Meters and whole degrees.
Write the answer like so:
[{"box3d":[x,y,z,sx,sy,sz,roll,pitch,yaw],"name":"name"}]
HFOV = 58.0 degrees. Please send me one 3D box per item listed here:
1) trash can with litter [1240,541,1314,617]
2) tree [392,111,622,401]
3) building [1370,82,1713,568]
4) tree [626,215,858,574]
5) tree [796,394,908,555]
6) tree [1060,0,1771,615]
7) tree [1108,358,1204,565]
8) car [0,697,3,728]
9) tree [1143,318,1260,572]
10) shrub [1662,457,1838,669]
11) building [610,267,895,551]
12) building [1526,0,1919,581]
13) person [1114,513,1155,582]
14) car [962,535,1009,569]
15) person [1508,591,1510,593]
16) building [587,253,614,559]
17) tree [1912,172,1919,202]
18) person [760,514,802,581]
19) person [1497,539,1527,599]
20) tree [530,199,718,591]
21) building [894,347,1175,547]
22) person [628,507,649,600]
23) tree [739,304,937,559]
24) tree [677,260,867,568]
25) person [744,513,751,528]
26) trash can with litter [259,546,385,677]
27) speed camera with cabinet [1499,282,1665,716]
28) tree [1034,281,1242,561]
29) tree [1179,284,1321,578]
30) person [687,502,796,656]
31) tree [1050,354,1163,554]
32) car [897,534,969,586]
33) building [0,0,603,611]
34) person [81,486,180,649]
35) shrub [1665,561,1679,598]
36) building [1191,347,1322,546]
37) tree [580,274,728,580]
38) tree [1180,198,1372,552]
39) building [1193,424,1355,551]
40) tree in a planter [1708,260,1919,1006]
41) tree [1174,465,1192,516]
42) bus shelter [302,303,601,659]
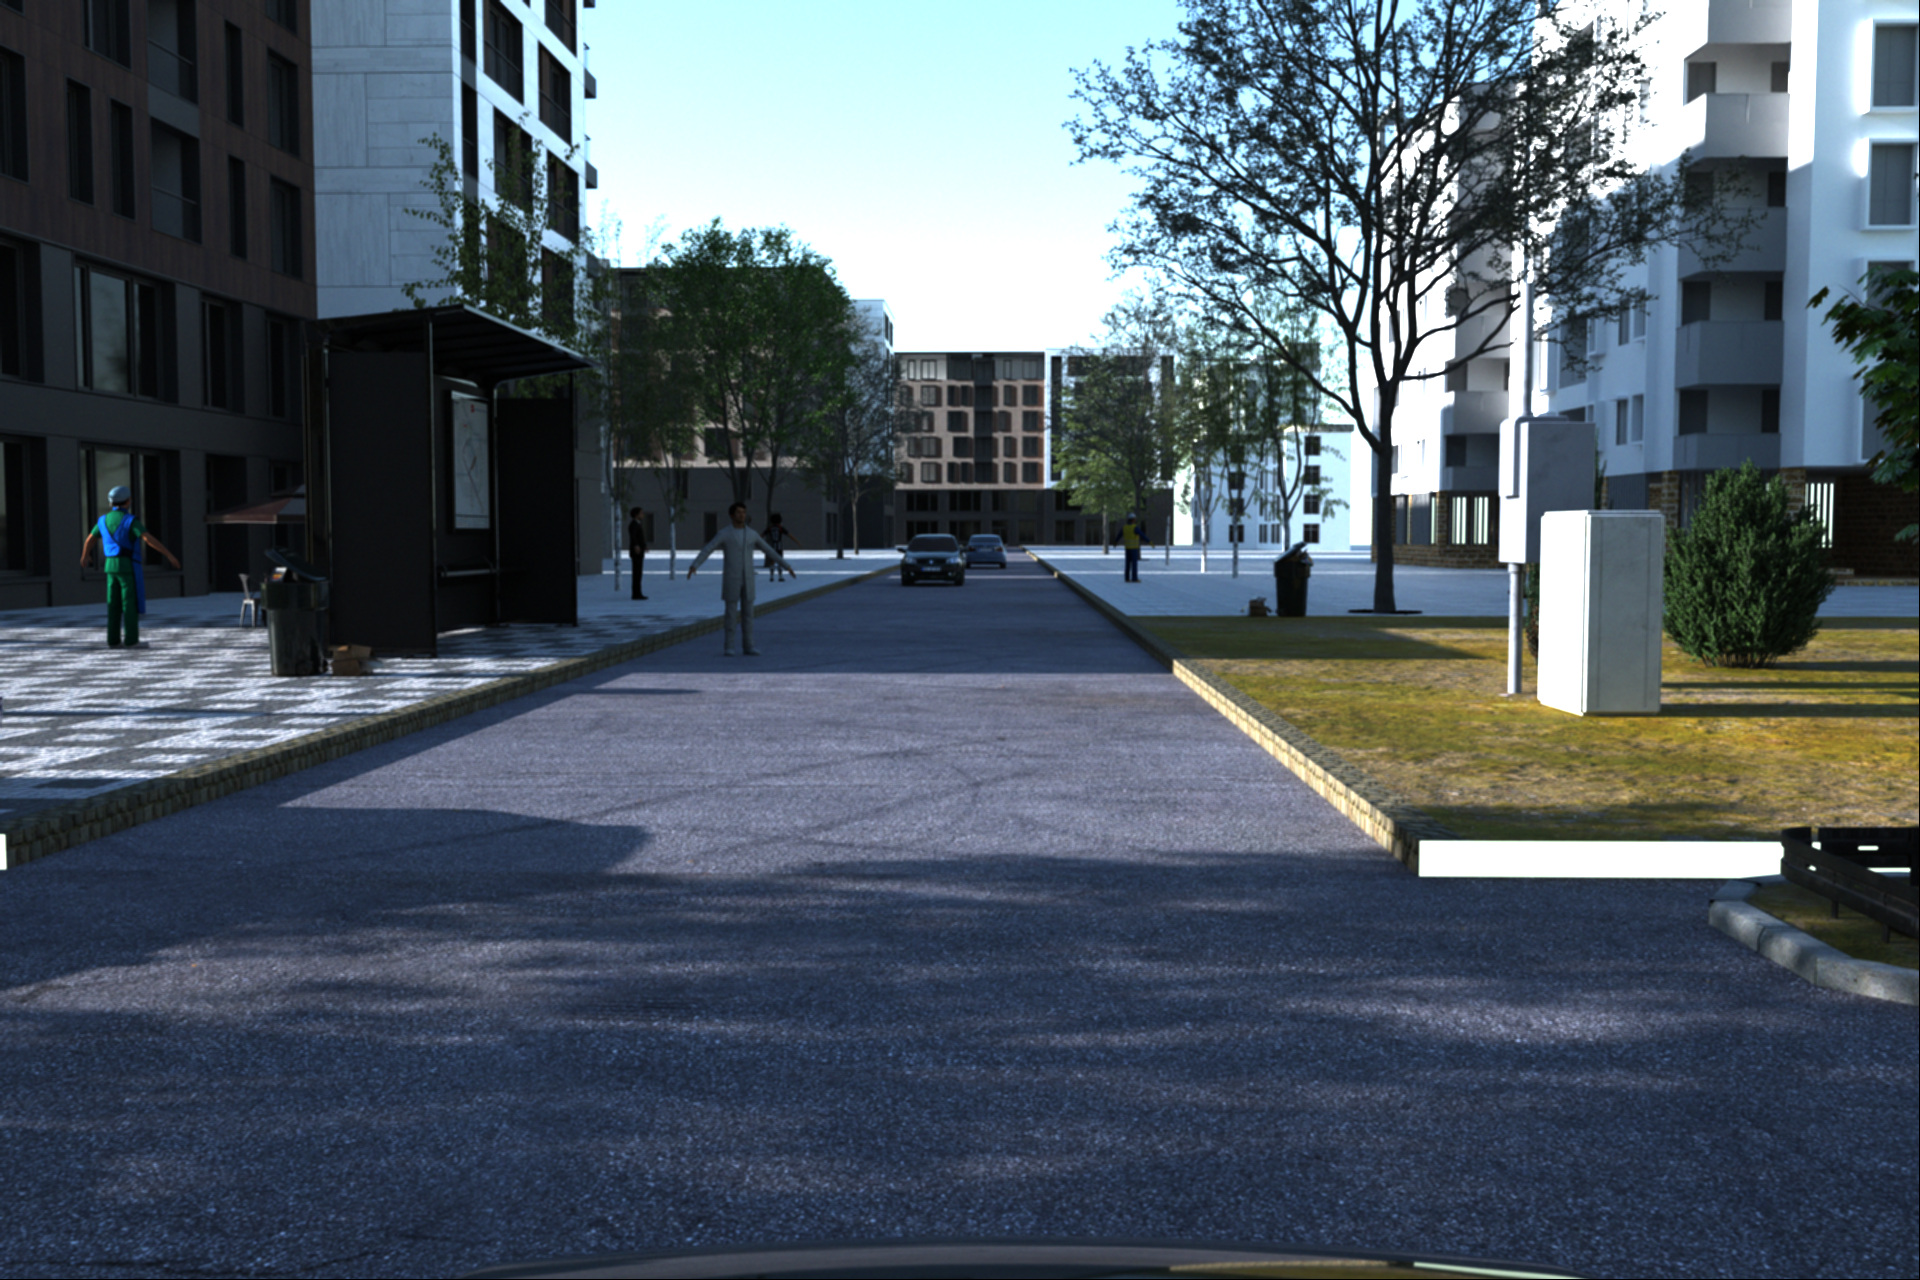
[{"box3d":[4.924,-0.949,26.909,1.055,1.170,0.624,0,4,1],"name":"trash can with litter"},{"box3d":[-8.220,-4.936,31.074,4.737,8.622,4.395,0,3,0],"name":"tree"},{"box3d":[23.580,-13.452,76.367,16.016,20.090,11.380,0,4,1],"name":"building"},{"box3d":[-7.057,-7.947,55.691,9.928,11.665,9.643,0,3,0],"name":"tree"},{"box3d":[-6.739,-10.582,107.421,7.601,10.594,8.767,-2,4,-32],"name":"tree"},{"box3d":[6.757,-7.170,27.592,12.009,13.543,11.850,0,3,0],"name":"tree"},{"box3d":[8.717,-7.411,71.531,4.360,8.622,3.978,0,3,0],"name":"tree"},{"box3d":[-5.795,0.331,7.169,1.945,1.354,3.894,0,4,2],"name":"car"},{"box3d":[8.366,-6.632,58.793,4.360,8.622,3.978,0,3,0],"name":"tree"},{"box3d":[7.521,-0.751,16.704,1.690,2.028,1.600,0,3,0],"name":"shrub"},{"box3d":[-20.598,-18.664,149.128,27.936,21.610,32.646,0,4,2],"name":"building"},{"box3d":[23.662,-12.147,55.023,16.016,20.090,11.380,0,4,1],"name":"building"},{"box3d":[4.586,-2.455,46.104,1.349,1.833,0.705,3,5,44],"name":"person"},{"box3d":[1.060,-3.722,72.863,2.014,1.417,4.499,0,4,1],"name":"car"},{"box3d":[12.007,-1.929,37.301,0.705,1.858,1.354,2,4,34],"name":"person"},{"box3d":[-26.687,-12.733,74.637,16.747,18.905,31.486,0,4,1],"name":"building"},{"box3d":[18.660,-5.521,24.673,8.767,10.594,7.601,1,4,11],"name":"tree"},{"box3d":[-4.977,-2.498,46.987,1.345,1.843,0.704,0,4,6],"name":"person"},{"box3d":[11.191,-1.732,34.597,0.705,1.796,1.348,-2,4,-29],"name":"person"},{"box3d":[-7.985,-5.423,39.025,4.360,8.622,3.978,0,3,0],"name":"tree"},{"box3d":[7.675,-21.801,202.871,32.646,21.610,27.936,0,4,2],"name":"building"},{"box3d":[-6.291,-1.696,33.913,0.705,1.806,1.347,0,4,-3],"name":"person"},{"box3d":[-6.113,-10.942,89.267,12.009,13.543,11.850,0,3,0],"name":"tree"},{"box3d":[-7.098,-8.542,65.424,9.928,11.665,9.643,0,3,0],"name":"tree"},{"box3d":[-5.305,-2.267,43.201,0.705,1.813,1.348,0,4,-4],"name":"person"},{"box3d":[-5.789,-0.267,15.760,1.055,1.170,0.624,0,4,3],"name":"trash can with litter"},{"box3d":[4.653,-1.145,13.053,0.660,3.252,2.038,0,4,0],"name":"speed camera with cabinet"},{"box3d":[8.705,-10.617,83.954,12.009,13.543,11.850,0,3,0],"name":"tree"},{"box3d":[8.071,-6.152,50.952,4.360,8.622,3.978,0,3,0],"name":"tree"},{"box3d":[-2.606,-0.725,20.501,1.347,1.806,0.705,-2,4,-28],"name":"person"},{"box3d":[9.305,-11.697,109.375,7.486,12.596,7.792,0,3,0],"name":"tree"},{"box3d":[-0.740,-2.406,49.131,2.009,1.686,4.222,0,4,1],"name":"car"},{"box3d":[-26.061,-11.967,39.639,27.936,21.610,32.646,0,4,2],"name":"building"},{"box3d":[-9.379,-0.815,19.460,1.347,1.817,0.704,1,4,18],"name":"person"},{"box3d":[11.416,-0.968,26.936,1.383,1.207,1.383,0,3,0],"name":"shrub"},{"box3d":[29.634,-19.977,183.049,16.016,20.090,11.380,0,4,1],"name":"building"},{"box3d":[-7.889,-6.010,48.627,4.360,8.622,3.978,0,3,0],"name":"tree"},{"box3d":[7.250,-5.335,37.584,4.360,8.622,3.978,0,3,0],"name":"tree"},{"box3d":[25.703,-12.470,146.024,9.099,9.664,28.070,0,4,1],"name":"building"},{"box3d":[3.727,-0.527,5.843,1.991,3.239,1.994,0,4,2],"name":"tree in a planter"},{"box3d":[27.991,-16.119,197.965,7.601,10.594,8.767,0,4,1],"name":"tree"},{"box3d":[-5.846,-1.806,20.806,1.731,3.624,6.357,0,4,1],"name":"bus shelter"}]
